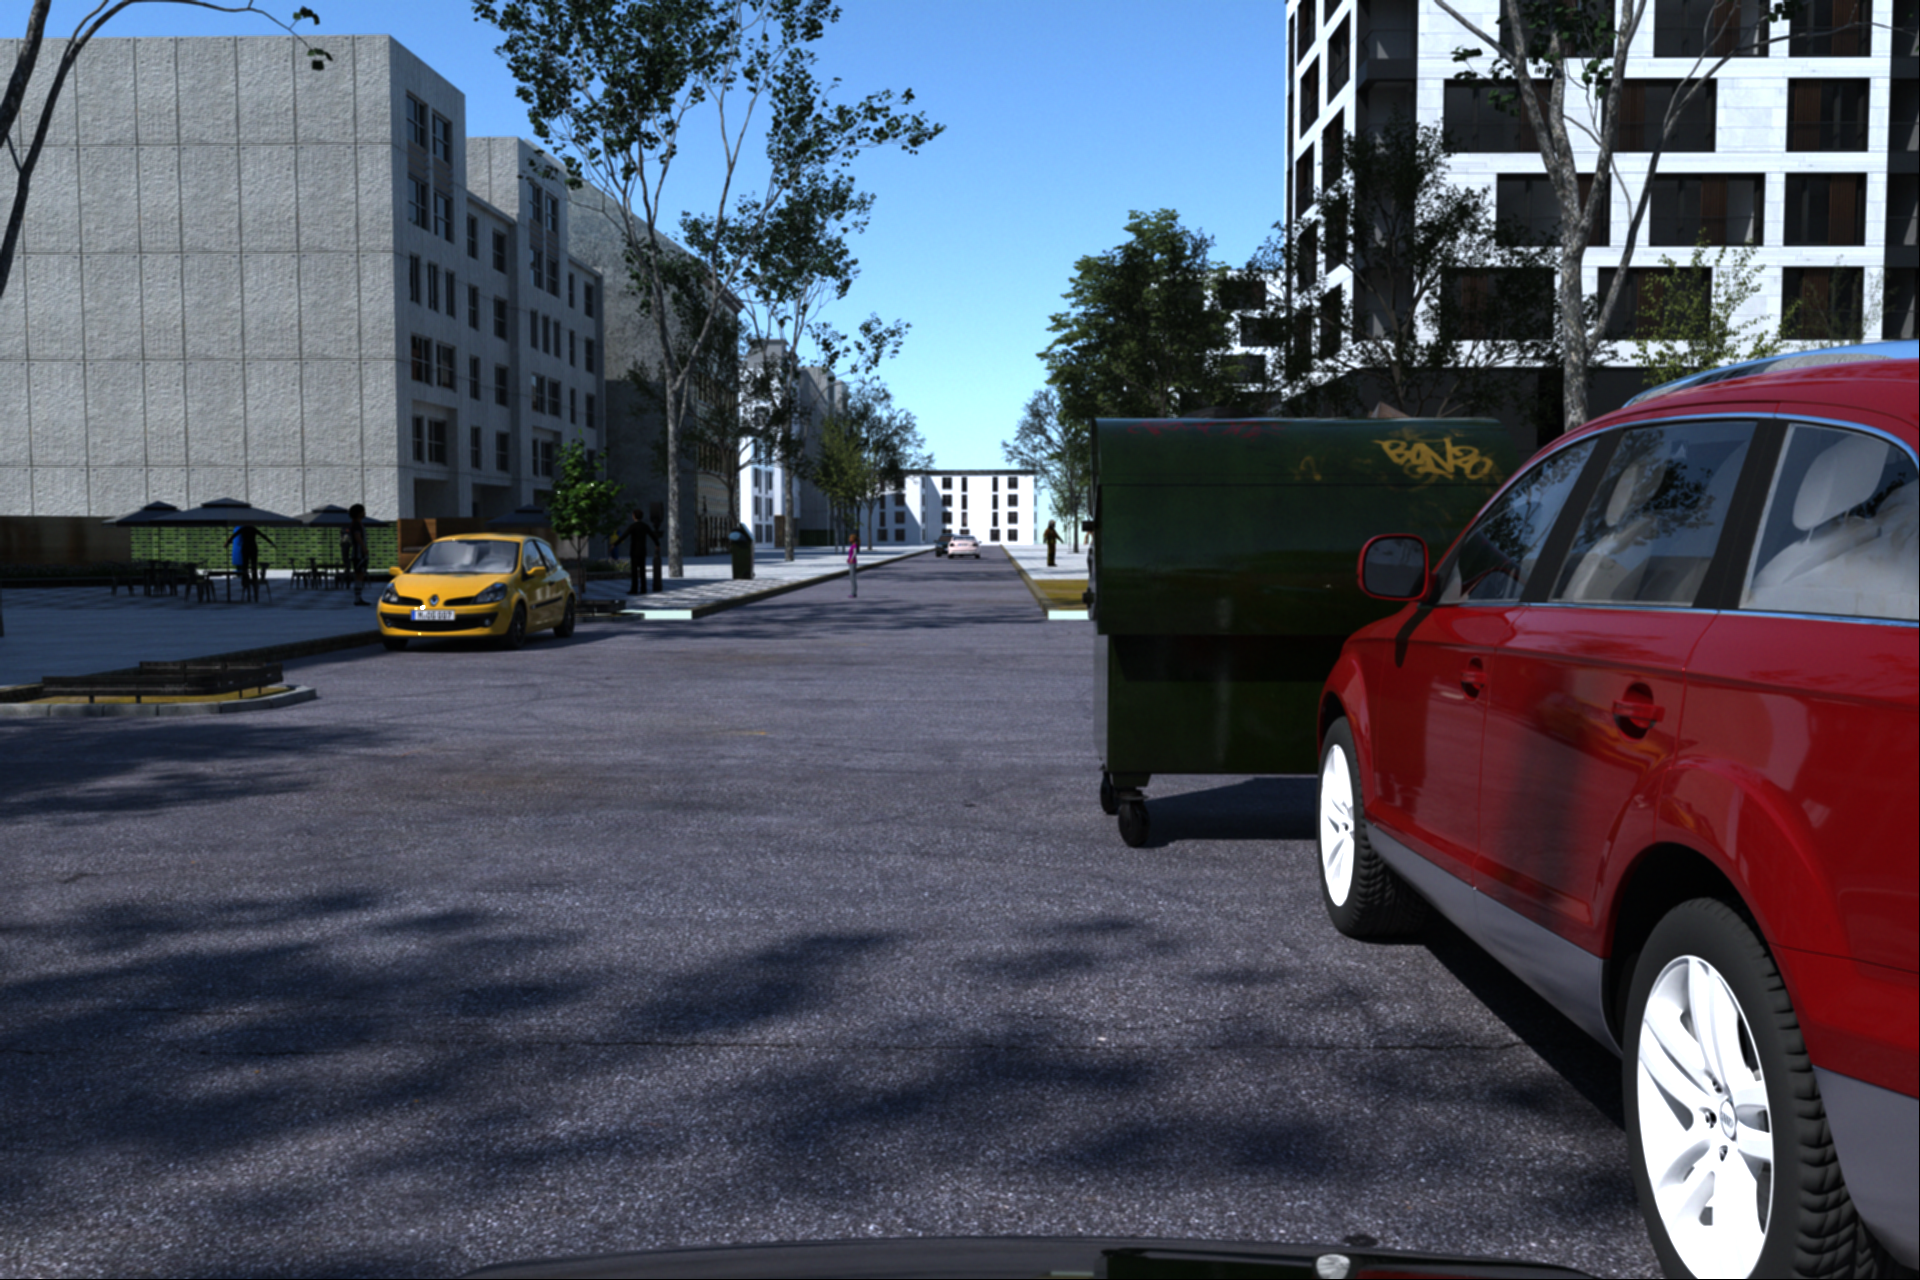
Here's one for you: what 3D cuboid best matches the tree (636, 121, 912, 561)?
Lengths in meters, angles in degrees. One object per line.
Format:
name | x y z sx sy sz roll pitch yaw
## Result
tree | -8.690 -13.768 81.000 12.611 20.169 13.585 0 3 0

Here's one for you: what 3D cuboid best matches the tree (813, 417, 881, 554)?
tree | -7.142 -9.746 109.711 4.737 8.622 4.395 0 3 0

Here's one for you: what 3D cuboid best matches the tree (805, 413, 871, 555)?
tree | -7.421 -9.431 104.567 4.737 8.622 4.395 0 3 0

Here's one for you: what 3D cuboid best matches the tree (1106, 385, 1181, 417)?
tree | 7.468 -7.293 69.609 4.360 8.622 3.978 0 3 0

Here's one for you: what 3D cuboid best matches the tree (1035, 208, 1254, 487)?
tree | 6.461 -8.711 60.559 7.486 12.596 7.792 0 3 0

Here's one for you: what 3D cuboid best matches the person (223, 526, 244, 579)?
person | -20.747 -2.672 49.818 1.347 1.817 0.704 3 5 39

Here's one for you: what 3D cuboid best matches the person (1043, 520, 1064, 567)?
person | 3.650 -3.842 68.592 0.705 1.858 1.354 3 4 36

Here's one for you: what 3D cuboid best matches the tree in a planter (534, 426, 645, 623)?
tree in a planter | -6.366 -1.937 28.893 1.991 3.239 1.994 0 4 1

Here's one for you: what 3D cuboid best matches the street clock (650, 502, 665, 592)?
street clock | -6.758 -2.083 38.634 0.358 2.002 0.471 0 4 1

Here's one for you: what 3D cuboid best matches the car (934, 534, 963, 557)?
car | -0.630 -6.087 109.301 2.009 1.686 4.222 0 4 1

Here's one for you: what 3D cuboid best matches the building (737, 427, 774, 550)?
building | -20.373 -12.649 148.957 9.099 9.664 28.070 0 4 1

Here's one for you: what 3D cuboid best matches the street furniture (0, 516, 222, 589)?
street furniture | -22.754 -2.258 43.768 9.812 1.723 11.010 3 4 38

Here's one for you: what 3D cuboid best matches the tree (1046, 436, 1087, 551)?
tree | 8.256 -11.021 130.558 4.360 8.622 3.978 0 3 0

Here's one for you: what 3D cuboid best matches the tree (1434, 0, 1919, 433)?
tree | 8.700 -10.309 24.440 12.611 20.169 13.585 0 3 0

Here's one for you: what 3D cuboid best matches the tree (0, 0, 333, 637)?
tree | -11.079 -10.034 19.951 12.611 20.169 13.585 0 3 0

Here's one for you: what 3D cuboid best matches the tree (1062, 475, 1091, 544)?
tree | 16.472 -17.417 219.178 7.601 10.594 8.767 0 4 -4

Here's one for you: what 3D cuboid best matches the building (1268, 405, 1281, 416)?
building | 25.119 -9.845 103.110 9.099 9.664 28.070 0 4 1

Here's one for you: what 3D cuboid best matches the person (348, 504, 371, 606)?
person | -10.747 -1.524 31.067 0.704 1.843 1.345 -1 4 -21

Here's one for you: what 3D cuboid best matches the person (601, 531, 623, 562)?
person | -13.812 -3.819 68.905 1.216 1.772 0.721 3 4 36

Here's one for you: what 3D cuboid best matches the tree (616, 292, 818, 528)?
tree | -8.965 -8.112 67.041 7.601 10.594 8.767 1 4 20

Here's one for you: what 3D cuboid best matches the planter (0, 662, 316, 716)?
planter | -6.606 0.400 14.604 1.991 0.319 1.994 0 4 2

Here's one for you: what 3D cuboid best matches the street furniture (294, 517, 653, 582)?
street furniture | -12.083 -2.571 48.882 9.812 1.723 11.010 1 4 17

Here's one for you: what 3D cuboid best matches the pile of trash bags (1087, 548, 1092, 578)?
pile of trash bags | 3.728 -1.725 37.951 1.912 1.369 3.447 0 4 -1

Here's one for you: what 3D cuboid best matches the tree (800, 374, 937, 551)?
tree | -6.923 -13.587 132.513 12.009 13.543 11.850 0 3 0

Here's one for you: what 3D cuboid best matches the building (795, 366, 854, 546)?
building | -21.920 -20.323 198.739 16.747 18.905 31.486 0 4 2

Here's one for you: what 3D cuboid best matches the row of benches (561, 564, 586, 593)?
row of benches | -8.764 -1.240 35.743 1.422 0.672 4.104 1 4 9

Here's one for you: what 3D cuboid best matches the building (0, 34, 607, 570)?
building | -27.993 -12.920 77.698 16.747 18.905 31.486 0 4 2

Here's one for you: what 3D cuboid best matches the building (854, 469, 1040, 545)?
building | -4.216 -17.088 223.990 28.070 9.664 9.099 1 4 10

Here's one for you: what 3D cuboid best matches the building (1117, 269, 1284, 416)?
building | 27.244 -18.722 150.083 27.936 21.610 32.646 0 4 1

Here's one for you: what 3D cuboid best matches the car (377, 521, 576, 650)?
car | -6.278 -0.763 22.704 2.015 1.641 3.980 0 4 1

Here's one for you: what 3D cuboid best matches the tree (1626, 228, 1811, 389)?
tree | 18.419 -5.646 42.676 4.737 8.622 4.395 0 3 0

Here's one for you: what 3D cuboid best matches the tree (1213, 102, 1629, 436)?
tree | 9.906 -6.268 36.888 8.767 10.594 7.601 0 4 -4

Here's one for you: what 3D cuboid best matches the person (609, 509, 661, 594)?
person | -6.878 -1.879 36.907 0.705 1.806 1.347 3 5 42

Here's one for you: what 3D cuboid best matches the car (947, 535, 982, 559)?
car | 0.247 -5.467 101.743 2.083 1.381 4.827 0 4 1

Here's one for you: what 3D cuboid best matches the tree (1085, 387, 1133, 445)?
tree | 7.357 -8.085 82.556 4.360 8.622 3.978 0 3 0

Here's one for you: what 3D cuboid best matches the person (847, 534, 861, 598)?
person | -2.476 -1.676 39.121 0.599 1.433 0.991 0 4 -8

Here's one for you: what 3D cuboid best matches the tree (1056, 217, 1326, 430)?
tree | 6.509 -7.090 50.336 8.767 10.594 7.601 1 4 20

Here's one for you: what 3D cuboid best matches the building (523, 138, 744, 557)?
building | -23.992 -16.807 105.727 19.493 23.208 18.063 0 4 0

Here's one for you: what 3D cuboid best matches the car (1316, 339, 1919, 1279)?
car | 2.329 0.252 4.555 2.281 1.827 5.304 0 4 1

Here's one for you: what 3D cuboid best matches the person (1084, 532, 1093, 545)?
person | 4.470 -3.056 56.764 1.217 1.733 0.721 -3 5 -44

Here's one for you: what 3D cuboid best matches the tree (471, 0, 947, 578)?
tree | -7.263 -11.845 49.552 12.611 20.169 13.585 0 3 0

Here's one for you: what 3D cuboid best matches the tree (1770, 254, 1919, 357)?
tree | 23.295 -5.885 46.575 4.360 8.622 3.978 0 3 0

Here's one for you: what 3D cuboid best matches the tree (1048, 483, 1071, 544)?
tree | 13.649 -16.902 226.710 4.737 8.622 4.395 0 3 0

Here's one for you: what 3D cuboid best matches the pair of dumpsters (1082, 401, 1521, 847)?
pair of dumpsters | 2.807 -0.210 8.379 4.436 2.255 1.574 0 4 1

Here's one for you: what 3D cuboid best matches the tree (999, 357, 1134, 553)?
tree | 7.699 -12.525 115.147 12.009 13.543 11.850 0 3 0

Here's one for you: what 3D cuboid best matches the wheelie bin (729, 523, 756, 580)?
wheelie bin | -6.163 -2.514 49.004 0.693 1.594 0.980 0 4 3

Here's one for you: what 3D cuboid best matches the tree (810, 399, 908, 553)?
tree | -6.767 -11.293 119.056 7.601 10.594 8.767 -3 5 -43

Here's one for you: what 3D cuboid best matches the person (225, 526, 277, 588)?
person | -16.787 -2.096 40.989 1.216 1.740 0.721 0 4 -2

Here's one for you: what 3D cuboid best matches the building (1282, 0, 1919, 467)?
building | 26.431 -13.764 69.009 27.936 21.610 32.646 0 4 1

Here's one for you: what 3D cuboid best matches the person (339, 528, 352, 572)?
person | -18.548 -2.840 52.205 0.705 1.856 1.354 -1 4 -22

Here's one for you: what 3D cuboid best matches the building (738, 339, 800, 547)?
building | -22.058 -19.112 168.900 16.016 20.090 11.380 0 4 1

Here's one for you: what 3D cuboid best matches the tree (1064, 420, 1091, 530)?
tree | 7.342 -8.841 94.917 4.360 8.622 3.978 0 3 0
